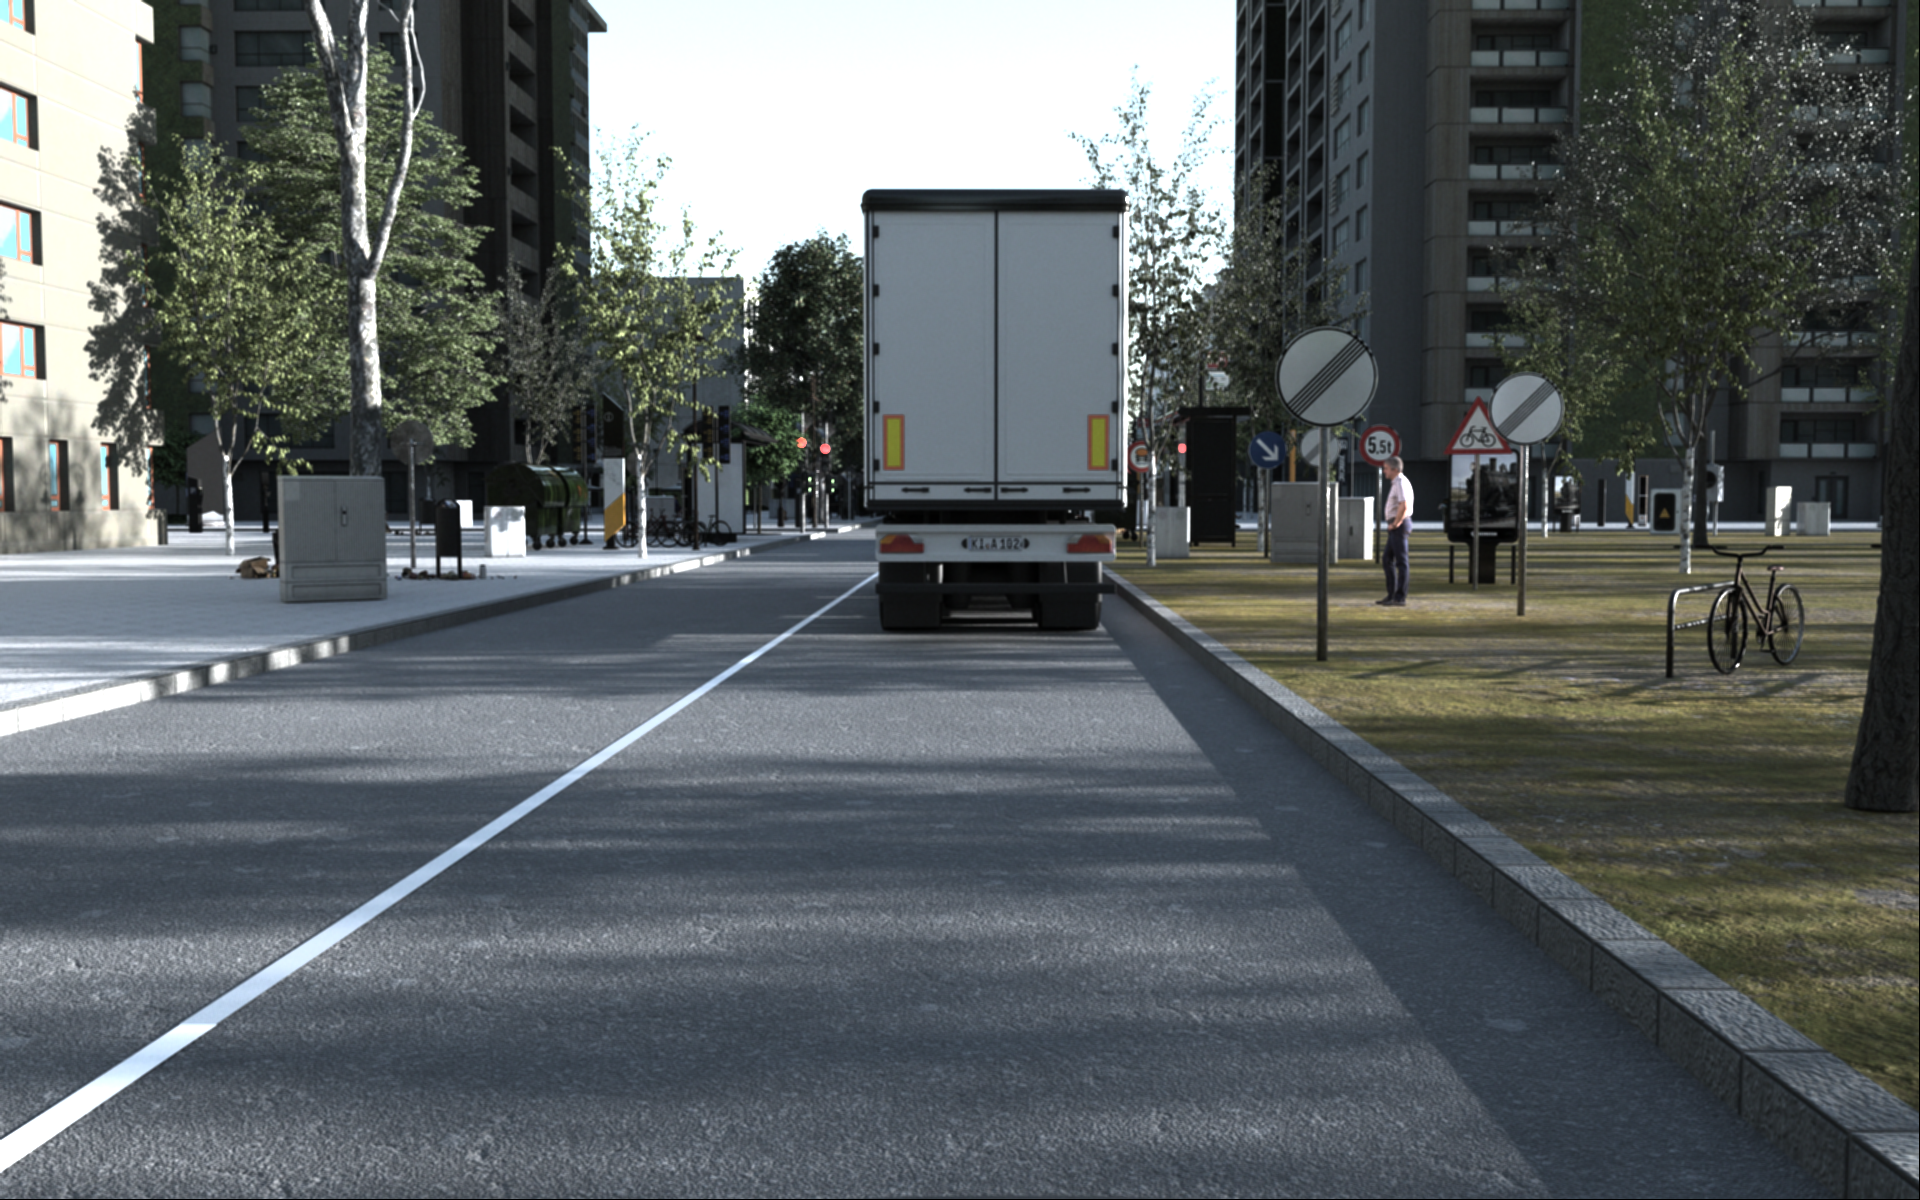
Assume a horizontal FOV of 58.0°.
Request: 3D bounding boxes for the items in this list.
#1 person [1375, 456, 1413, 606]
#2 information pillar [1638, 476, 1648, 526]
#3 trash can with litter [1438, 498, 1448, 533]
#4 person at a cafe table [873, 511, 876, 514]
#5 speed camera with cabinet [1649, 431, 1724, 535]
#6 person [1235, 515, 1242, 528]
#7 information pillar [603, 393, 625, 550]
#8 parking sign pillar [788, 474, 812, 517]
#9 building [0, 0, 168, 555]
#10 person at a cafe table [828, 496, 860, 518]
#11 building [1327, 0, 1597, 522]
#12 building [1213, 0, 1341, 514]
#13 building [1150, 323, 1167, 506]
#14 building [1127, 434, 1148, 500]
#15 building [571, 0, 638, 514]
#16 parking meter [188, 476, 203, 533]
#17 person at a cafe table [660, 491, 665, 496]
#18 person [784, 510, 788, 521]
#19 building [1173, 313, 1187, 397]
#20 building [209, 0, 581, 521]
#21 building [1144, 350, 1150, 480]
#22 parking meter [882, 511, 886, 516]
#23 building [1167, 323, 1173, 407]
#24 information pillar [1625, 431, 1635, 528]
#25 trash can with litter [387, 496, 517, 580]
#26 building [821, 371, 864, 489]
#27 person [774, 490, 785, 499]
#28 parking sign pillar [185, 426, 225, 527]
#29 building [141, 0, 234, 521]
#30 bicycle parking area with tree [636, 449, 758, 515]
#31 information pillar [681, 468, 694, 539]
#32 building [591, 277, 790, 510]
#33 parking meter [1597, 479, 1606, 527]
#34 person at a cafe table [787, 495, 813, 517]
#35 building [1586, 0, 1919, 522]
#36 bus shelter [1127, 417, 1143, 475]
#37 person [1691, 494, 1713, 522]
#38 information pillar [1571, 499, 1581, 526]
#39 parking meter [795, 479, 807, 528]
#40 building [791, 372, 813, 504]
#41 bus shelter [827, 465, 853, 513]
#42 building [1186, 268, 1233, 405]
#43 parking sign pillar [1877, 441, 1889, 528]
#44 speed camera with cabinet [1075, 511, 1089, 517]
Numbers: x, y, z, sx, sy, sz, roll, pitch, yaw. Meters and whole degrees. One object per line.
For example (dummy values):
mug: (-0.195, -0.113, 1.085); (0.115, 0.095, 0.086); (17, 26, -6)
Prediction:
person: (4.969, -0.788, 19.870); (0.436, 1.711, 0.756); (1, 4, 21)
information pillar: (27.187, -3.942, 68.947); (0.304, 2.012, 0.304); (2, 4, 26)
trash can with litter: (16.160, -2.783, 56.893); (0.624, 1.170, 1.055); (2, 4, 33)
person at a cafe table: (-6.102, -6.154, 111.486); (1.698, 1.238, 1.726); (1, 4, 8)
speed camera with cabinet: (22.799, -3.671, 54.352); (2.038, 3.252, 0.660); (3, 4, 38)
person: (10.243, -3.086, 64.781); (0.655, 0.850, 0.859); (-2, 4, -28)
information pillar: (-8.012, -2.978, 40.039); (0.504, 3.616, 0.183); (0, 4, 6)
parking sign pillar: (-9.019, -6.670, 97.528); (1.447, 3.967, 1.447); (1, 4, 13)
building: (-34.890, -11.306, 29.892); (28.899, 21.520, 27.650); (0, 4, 1)
person at a cafe table: (-6.264, -5.252, 94.379); (1.698, 1.524, 1.622); (-3, 4, -37)
building: (26.188, -24.513, 84.388); (14.086, 41.232, 14.154); (0, 4, 1)
building: (29.791, -42.198, 128.187); (20.563, 71.187, 20.611); (0, 4, 1)
building: (29.080, -20.090, 184.898); (16.016, 20.091, 11.380); (0, 4, 1)
building: (23.793, -18.395, 242.907); (28.070, 9.664, 9.099); (0, 4, 1)
building: (-38.397, -25.968, 116.458); (32.217, 40.220, 23.993); (0, 4, 1)
parking meter: (-25.381, -3.168, 57.505); (0.399, 1.863, 0.255); (0, 4, 2)
person at a cafe table: (-22.974, -7.539, 131.780); (1.622, 1.524, 1.698); (-2, 4, -35)
person: (-8.489, -4.078, 83.191); (0.381, 0.543, 0.357); (-3, 4, -39)
building: (28.774, -18.701, 162.181); (16.016, 20.091, 11.380); (0, 4, 1)
building: (-27.983, -19.307, 87.379); (14.160, 30.474, 14.107); (0, 4, 1)
building: (29.106, -20.802, 196.526); (16.016, 20.091, 11.380); (0, 4, 1)
parking meter: (-4.536, -5.767, 102.702); (0.372, 1.533, 0.369); (0, 3, 0)
building: (29.602, -19.395, 173.525); (16.016, 20.091, 11.380); (0, 4, 1)
information pillar: (25.086, -4.493, 64.809); (0.183, 3.616, 0.504); (0, 4, -6)
trash can with litter: (-7.983, -0.942, 26.467); (2.233, 1.210, 1.678); (2, 4, 35)
building: (-6.302, -23.243, 246.473); (31.486, 18.905, 16.747); (0, 4, 1)
person: (-15.676, -8.784, 150.490); (0.721, 1.723, 1.217); (3, 5, 40)
parking sign pillar: (-30.014, -4.911, 68.766); (1.447, 3.967, 1.447); (-2, 4, -32)
building: (-41.332, -24.634, 86.359); (14.086, 41.232, 14.154); (0, 4, 1)
bicycle parking area with tree: (-16.743, -7.530, 110.124); (8.231, 4.147, 9.016); (1, 4, 12)
information pillar: (-7.778, -2.752, 49.484); (0.304, 2.012, 0.304); (-1, 4, -18)
building: (-25.529, -17.771, 157.013); (16.747, 18.905, 31.486); (0, 4, 1)
parking meter: (25.324, -3.832, 68.359); (0.255, 1.863, 0.399); (2, 4, 23)
person at a cafe table: (-8.818, -5.178, 95.523); (1.698, 1.238, 1.726); (2, 4, 29)
building: (40.425, -24.484, 83.908); (14.086, 41.232, 14.154); (0, 4, 1)
bus shelter: (8.784, -6.748, 87.966); (2.179, 5.291, 8.768); (0, 4, 1)
person: (25.372, -3.058, 59.213); (0.841, 1.734, 0.376); (3, 5, 44)
information pillar: (24.396, -3.927, 68.701); (0.304, 2.012, 0.304); (-2, 4, -29)
parking meter: (-6.088, -3.701, 66.220); (0.399, 1.863, 0.255); (1, 4, 13)
building: (-27.743, -23.845, 246.283); (11.380, 20.091, 16.016); (0, 4, 1)
bus shelter: (-8.189, -7.923, 120.820); (1.731, 3.624, 6.357); (0, 4, 1)
building: (28.577, -18.001, 150.741); (16.016, 20.091, 11.380); (0, 4, 1)
parking sign pillar: (35.352, -4.689, 65.137); (1.447, 3.967, 1.447); (-1, 4, -20)
speed camera with cabinet: (5.618, -5.008, 76.209); (0.660, 3.252, 2.038); (-1, 4, -13)
